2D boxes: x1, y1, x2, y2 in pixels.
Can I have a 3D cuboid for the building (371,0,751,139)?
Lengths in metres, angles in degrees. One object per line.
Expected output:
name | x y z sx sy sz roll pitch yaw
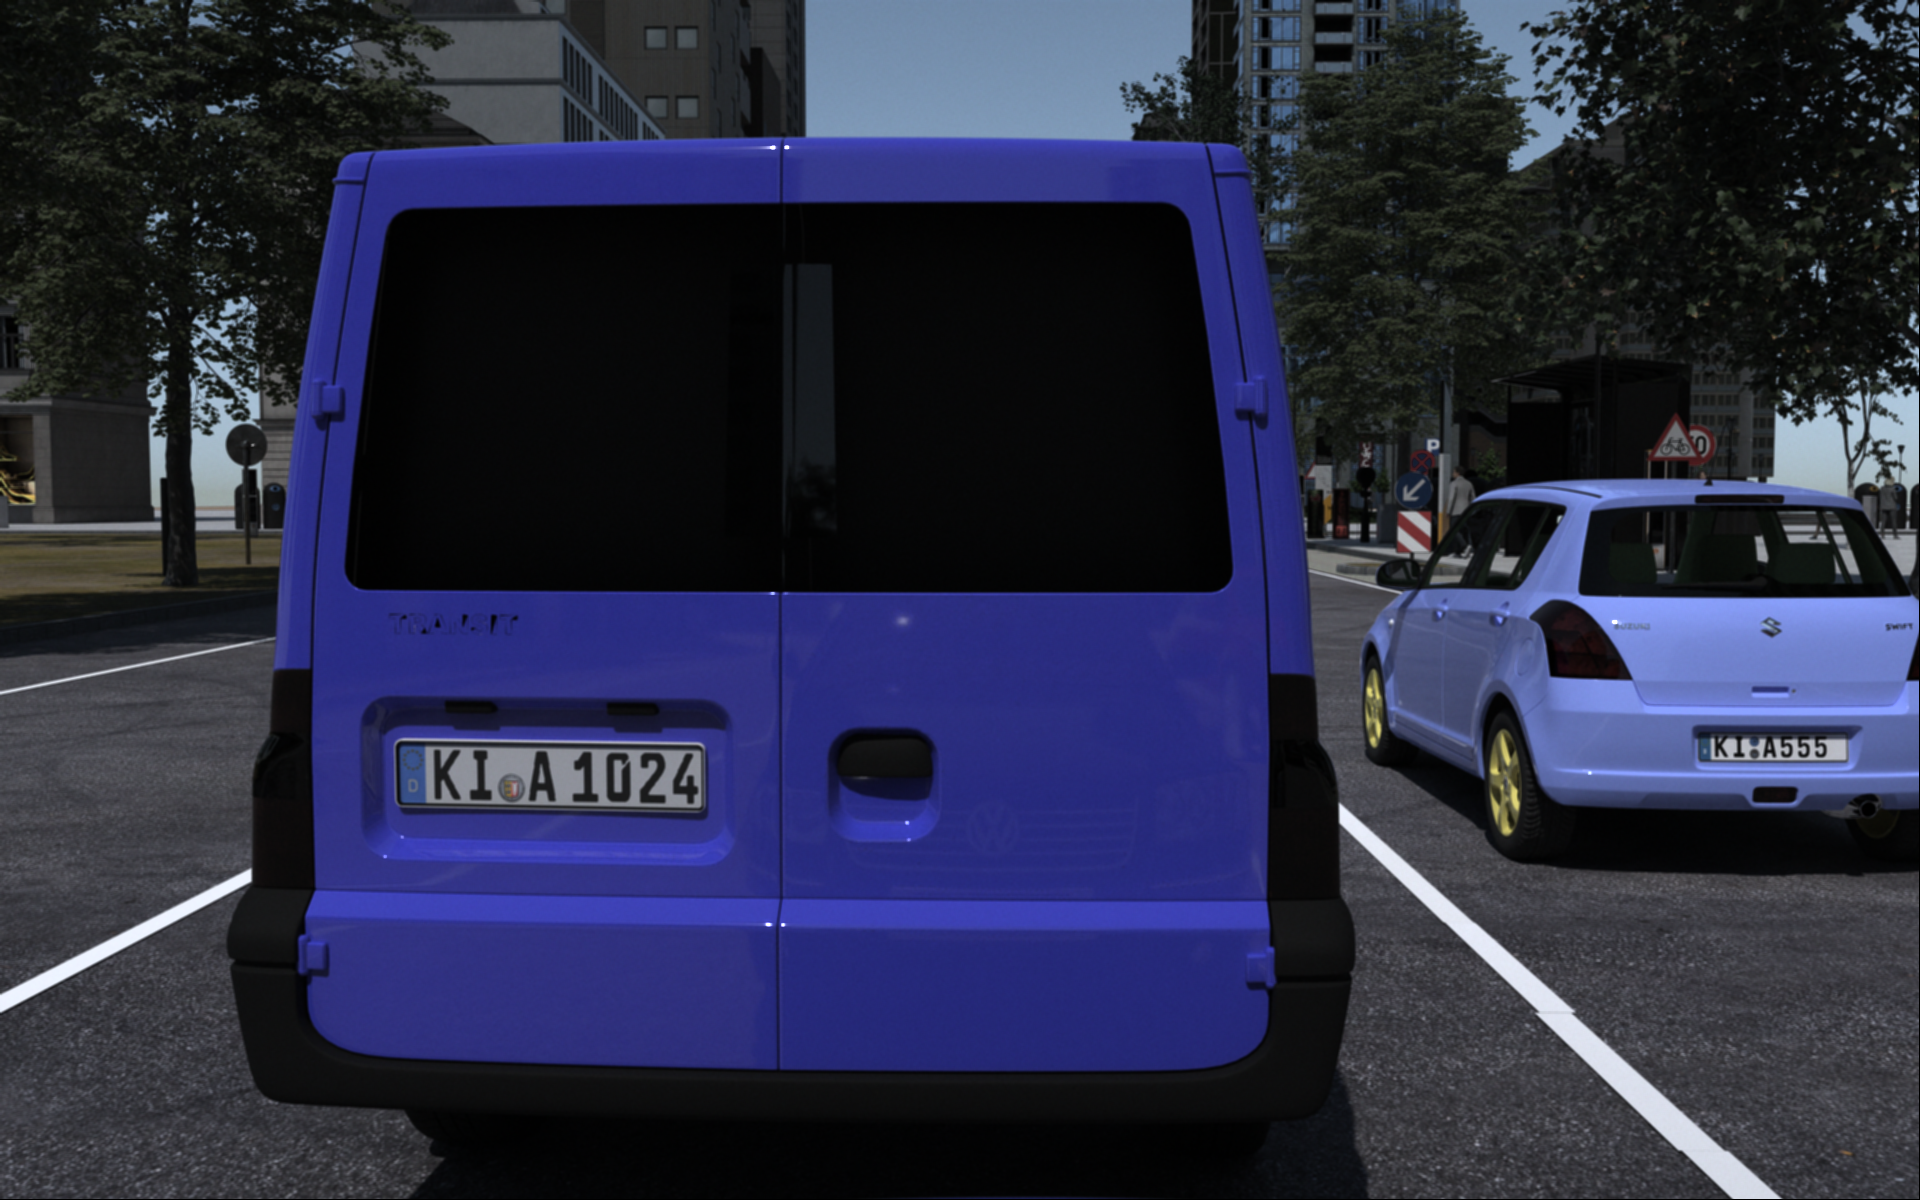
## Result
building | -32.995 -34.330 150.531 28.713 52.752 27.495 0 4 1

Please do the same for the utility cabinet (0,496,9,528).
utility cabinet | -36.000 -3.259 64.449 0.306 1.237 1.020 2 4 34

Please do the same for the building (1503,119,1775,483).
building | 71.041 -30.134 184.574 23.993 40.220 32.217 0 4 1

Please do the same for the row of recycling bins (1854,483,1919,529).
row of recycling bins | 34.625 -3.435 63.283 3.534 1.692 1.069 1 4 21

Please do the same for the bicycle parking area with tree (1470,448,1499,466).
bicycle parking area with tree | 34.528 -7.377 107.614 8.231 4.147 9.016 1 4 20

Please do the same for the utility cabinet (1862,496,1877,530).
utility cabinet | 32.305 -3.079 61.507 0.306 1.237 1.020 3 4 38

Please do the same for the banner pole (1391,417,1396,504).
banner pole | 12.780 -3.730 51.009 0.401 3.779 0.863 1 4 19

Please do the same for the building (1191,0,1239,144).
building | 34.350 -45.927 189.155 20.563 71.187 20.611 0 4 1

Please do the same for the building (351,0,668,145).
building | -26.201 -20.126 106.555 11.434 29.767 29.804 0 4 1

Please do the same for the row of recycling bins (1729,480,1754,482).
row of recycling bins | 22.852 -2.748 52.048 3.534 1.692 1.069 -2 4 -30

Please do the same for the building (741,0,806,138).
building | -28.139 -46.055 191.258 20.611 71.187 20.563 0 4 1

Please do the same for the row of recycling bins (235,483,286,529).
row of recycling bins | -24.792 -3.465 63.763 3.534 1.692 1.069 -2 4 -27

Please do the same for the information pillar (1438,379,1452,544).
information pillar | 9.983 -2.711 35.678 0.183 3.616 0.504 2 4 34

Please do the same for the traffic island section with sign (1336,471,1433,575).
traffic island section with sign | 7.855 -1.375 31.117 1.989 1.847 2.006 0 4 1

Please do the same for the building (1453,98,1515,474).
building | 52.053 -33.188 192.736 14.200 45.320 14.600 0 4 1

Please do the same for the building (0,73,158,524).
building | -58.433 -13.897 78.131 40.483 20.767 10.553 0 4 1

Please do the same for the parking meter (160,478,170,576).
parking meter | -12.319 -1.147 27.165 0.372 1.533 0.369 0 3 0

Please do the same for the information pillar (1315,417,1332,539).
information pillar | 10.425 -3.571 49.744 0.504 3.616 0.183 0 4 -5

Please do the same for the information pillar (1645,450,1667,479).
information pillar | 11.599 -1.493 28.909 0.304 2.012 0.304 1 4 11

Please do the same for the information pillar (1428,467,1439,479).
information pillar | 12.926 -2.611 47.189 0.304 2.012 0.304 0 4 -1

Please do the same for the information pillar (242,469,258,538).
information pillar | -20.930 -2.849 51.072 0.304 2.012 0.304 3 4 37

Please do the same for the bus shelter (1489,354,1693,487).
bus shelter | 11.568 -2.505 32.235 1.731 3.624 6.357 0 4 1

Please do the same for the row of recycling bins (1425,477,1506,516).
row of recycling bins | 12.356 -2.146 42.208 1.069 1.692 3.534 -1 4 -18

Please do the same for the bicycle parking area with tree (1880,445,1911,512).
bicycle parking area with tree | 56.143 -6.872 99.367 9.016 4.147 8.231 -1 4 -11

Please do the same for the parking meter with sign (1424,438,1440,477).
parking meter with sign | 14.526 -3.493 53.365 0.543 3.016 1.738 1 4 18

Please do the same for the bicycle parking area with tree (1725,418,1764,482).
bicycle parking area with tree | 26.670 -4.846 66.228 8.231 4.147 9.016 2 4 24

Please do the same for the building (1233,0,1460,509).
building | 34.064 -51.951 162.071 22.319 86.520 31.000 0 4 1

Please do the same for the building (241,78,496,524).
building | -25.077 -13.317 82.354 10.561 19.102 19.286 0 4 1

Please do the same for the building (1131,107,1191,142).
building | 37.426 -40.051 244.079 27.495 52.752 28.713 0 4 1

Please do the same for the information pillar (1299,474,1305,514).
information pillar | 12.614 -3.669 64.477 0.304 2.012 0.304 -2 4 -26

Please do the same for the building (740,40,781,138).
building | -25.384 -31.901 171.689 14.600 45.320 14.200 0 4 1

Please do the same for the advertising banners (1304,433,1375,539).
advertising banners | 10.863 -3.258 49.448 2.074 3.025 0.090 0 4 -3
